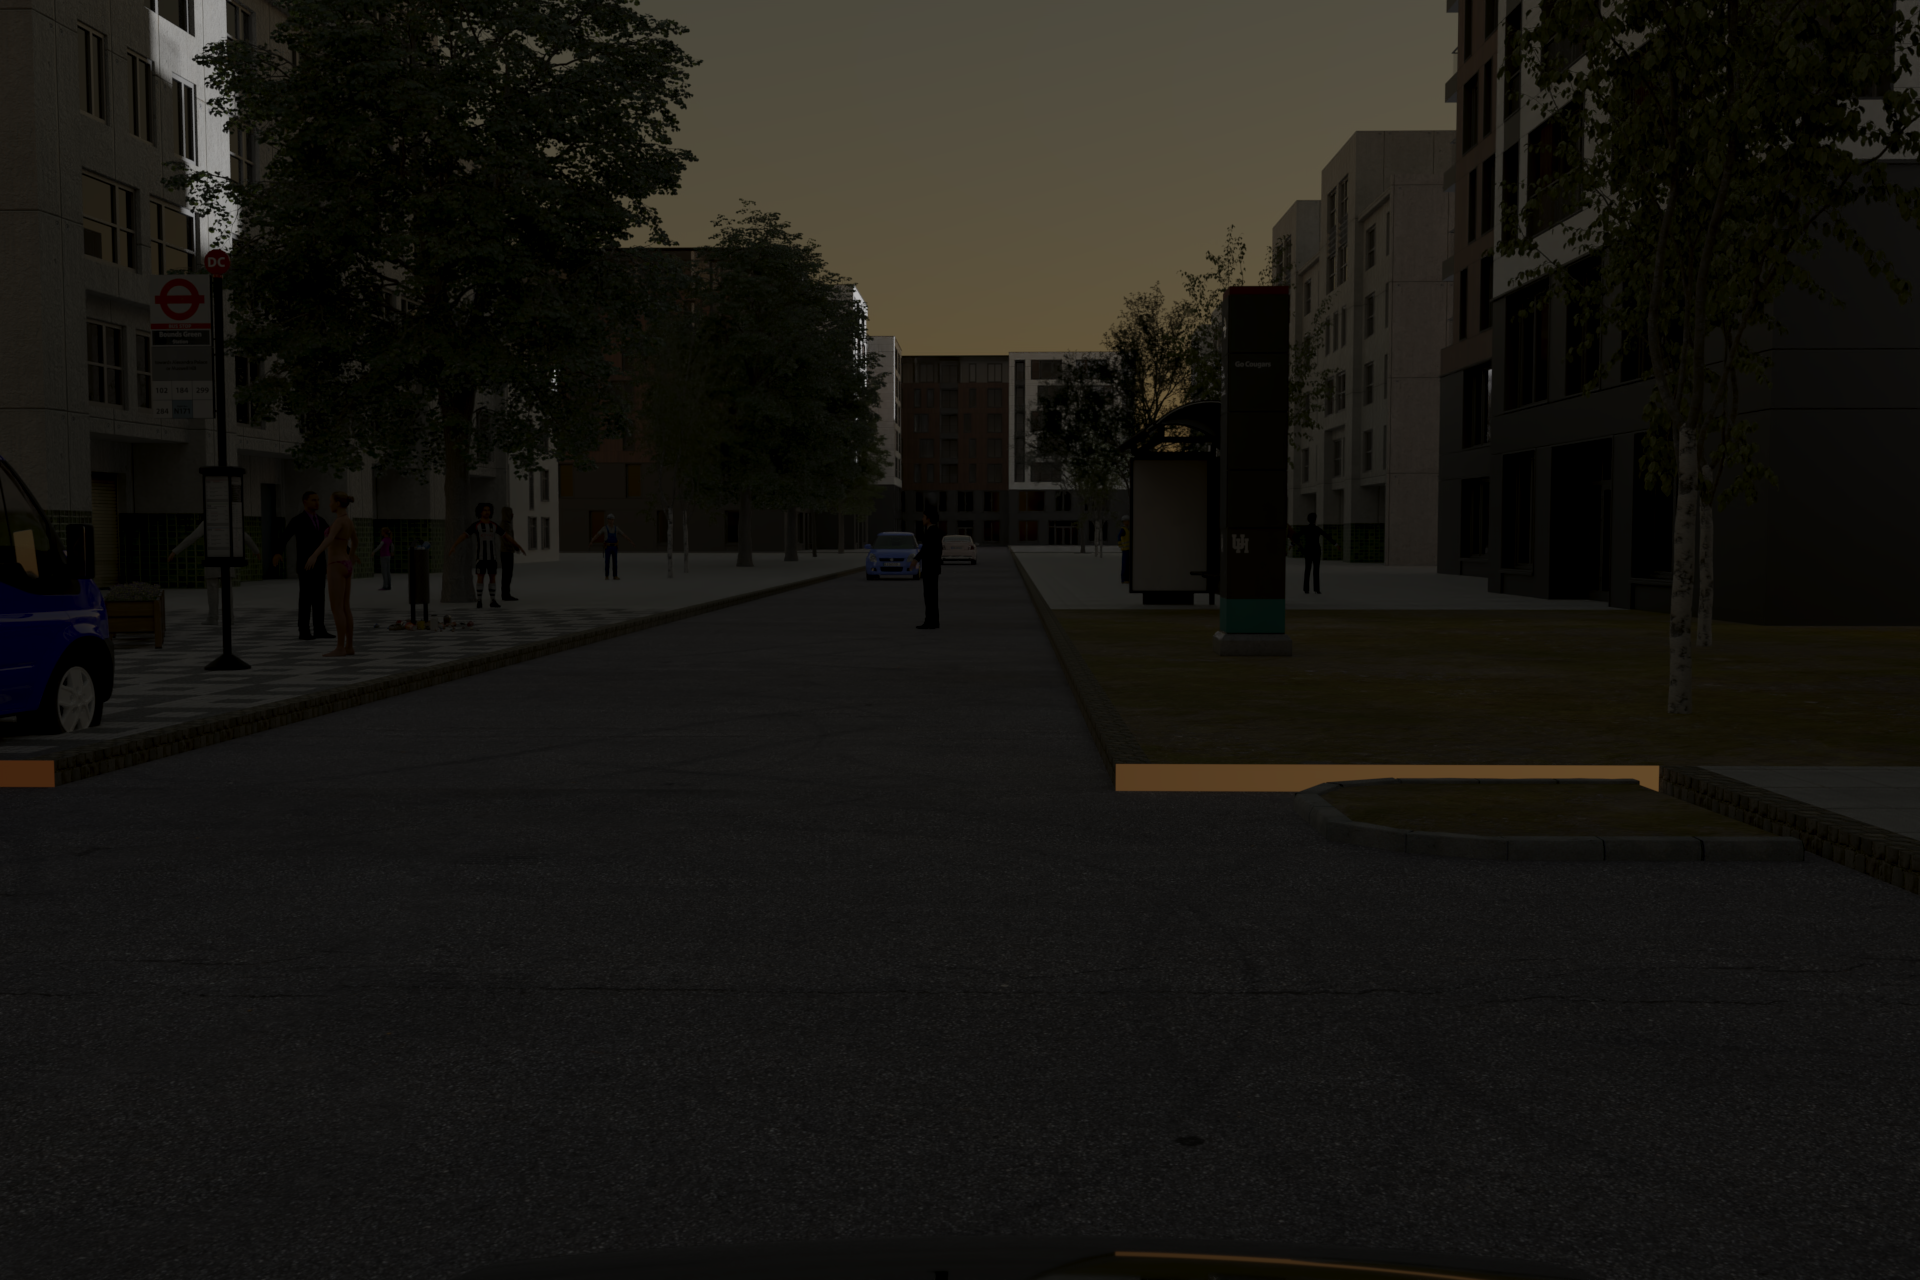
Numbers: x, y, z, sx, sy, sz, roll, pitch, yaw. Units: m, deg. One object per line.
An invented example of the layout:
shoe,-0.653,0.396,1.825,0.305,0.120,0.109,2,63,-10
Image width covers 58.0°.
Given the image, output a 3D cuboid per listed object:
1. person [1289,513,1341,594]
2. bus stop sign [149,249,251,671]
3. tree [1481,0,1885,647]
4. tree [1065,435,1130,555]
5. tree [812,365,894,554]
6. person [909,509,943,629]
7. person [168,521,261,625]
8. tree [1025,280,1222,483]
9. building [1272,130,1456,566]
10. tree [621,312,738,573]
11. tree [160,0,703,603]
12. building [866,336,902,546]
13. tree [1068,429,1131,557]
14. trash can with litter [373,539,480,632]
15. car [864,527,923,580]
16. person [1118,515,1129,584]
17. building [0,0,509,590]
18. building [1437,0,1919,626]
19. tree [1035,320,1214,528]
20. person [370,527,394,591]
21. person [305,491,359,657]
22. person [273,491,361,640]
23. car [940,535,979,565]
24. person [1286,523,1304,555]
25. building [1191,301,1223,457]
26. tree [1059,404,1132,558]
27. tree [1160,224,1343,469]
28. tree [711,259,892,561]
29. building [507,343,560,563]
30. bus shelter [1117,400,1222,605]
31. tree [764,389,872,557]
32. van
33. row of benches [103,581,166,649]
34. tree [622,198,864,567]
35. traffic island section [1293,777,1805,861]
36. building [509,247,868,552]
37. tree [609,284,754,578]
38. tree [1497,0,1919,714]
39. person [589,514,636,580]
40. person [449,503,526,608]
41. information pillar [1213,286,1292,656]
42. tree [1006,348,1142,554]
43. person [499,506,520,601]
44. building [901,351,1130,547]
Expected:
person,7.620,-1.869,37.281,1.216,1.740,0.721,3,4,38
bus stop sign,-7.167,-1.689,16.320,0.855,3.939,0.416,0,4,2
tree,8.286,-4.228,19.483,4.737,8.622,4.395,0,3,0
tree,8.283,-9.425,104.459,4.360,8.622,3.978,0,3,0
tree,-8.034,-11.917,112.970,7.486,12.596,7.792,0,3,0
person,-0.469,-1.077,26.256,0.705,1.806,1.347,1,4,15
person,-10.496,-1.120,24.499,0.705,1.806,1.347,3,5,39
tree,6.631,-7.951,64.407,8.767,10.594,7.601,-1,4,-11
building,25.936,-13.335,84.490,16.747,18.905,31.486,0,4,2
tree,-8.999,-6.543,57.335,4.360,8.622,3.978,0,3,0
tree,-9.537,-7.675,32.139,9.857,13.997,8.962,0,3,0
building,-20.726,-20.354,176.762,27.936,21.610,32.646,0,4,1
tree,7.556,-9.001,97.530,4.360,8.622,3.978,0,3,0
trash can with litter,-7.173,-0.775,23.724,1.678,1.210,2.233,0,4,2
car,-2.034,-2.769,54.865,1.945,1.707,3.694,0,4,2
person,4.388,-2.350,44.879,0.721,1.772,1.216,2,4,32
building,-25.711,-11.172,49.125,16.747,18.905,31.486,0,4,1
building,25.597,-11.948,39.332,27.936,21.610,32.646,0,4,2
tree,7.269,-8.569,74.519,8.767,10.594,7.601,1,4,10
person,-13.143,-1.847,39.457,0.599,1.433,0.991,1,4,9
person,-6.598,-0.699,18.226,0.721,1.733,1.217,0,4,1
person,-7.891,-0.912,21.141,0.704,1.802,1.346,2,4,26
car,-0.133,-4.260,82.011,2.083,1.381,4.827,0,4,0
person,5.782,-1.596,31.858,1.354,1.858,0.705,-1,4,-21
building,28.449,-16.649,138.661,16.747,18.905,31.486,0,4,2
tree,7.606,-8.656,91.895,4.360,8.622,3.978,0,3,0
tree,7.005,-5.618,42.218,4.737,8.622,4.395,0,3,0
tree,-8.030,-10.697,81.551,9.857,13.997,8.962,0,3,0
building,-23.686,-8.625,83.167,9.099,9.664,28.070,0,4,1
bus shelter,3.817,-2.138,28.876,2.014,3.302,5.546,0,4,1
tree,-8.368,-9.871,95.804,7.601,10.594,8.767,-3,4,-36
van,-6.721,-0.316,9.554,2.240,2.365,5.245,0,4,1
row of benches,-10.030,-0.343,21.066,1.422,0.672,4.104,-2,4,-24
tree,-8.443,-9.857,67.814,9.857,13.997,8.962,0,3,0
traffic island section,2.717,0.873,8.591,1.991,0.108,1.994,0,4,1
building,-22.647,-18.108,140.047,27.936,21.610,32.646,0,4,2
tree,-8.540,-6.084,49.842,4.360,8.622,3.978,0,3,0
tree,5.403,-3.781,12.188,4.737,8.622,4.395,0,3,0
person,-9.774,-2.611,48.548,1.347,1.847,0.705,-2,4,-29
person,-8.236,-1.467,30.127,1.345,1.843,0.704,-2,4,-32
information pillar,3.122,-1.777,18.428,0.750,3.857,0.750,0,4,2
tree,8.058,-12.470,114.261,12.009,13.543,11.850,0,3,0
person,-8.699,-1.667,33.391,0.705,1.813,1.348,-2,4,-24
building,3.803,-22.045,206.869,32.646,21.610,27.936,0,4,2
